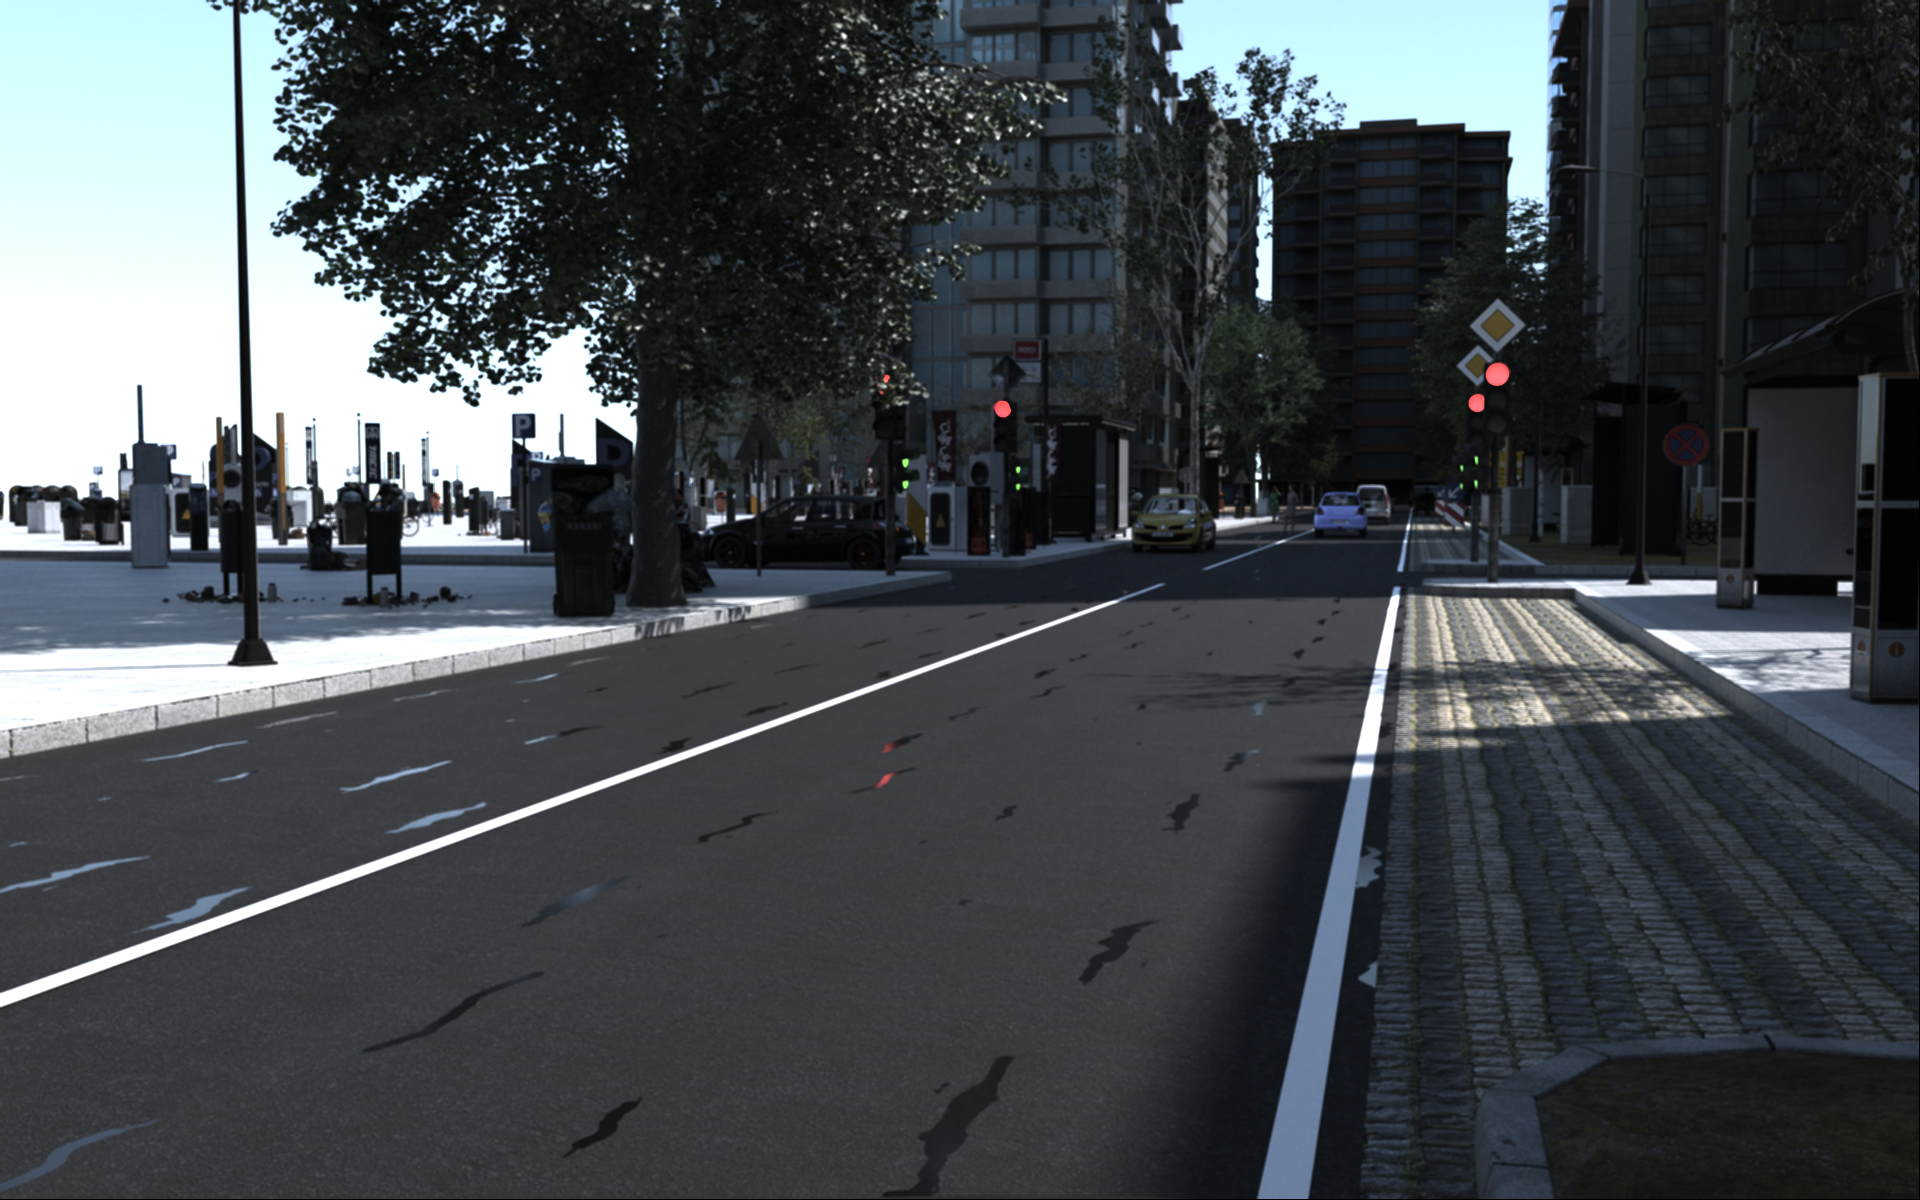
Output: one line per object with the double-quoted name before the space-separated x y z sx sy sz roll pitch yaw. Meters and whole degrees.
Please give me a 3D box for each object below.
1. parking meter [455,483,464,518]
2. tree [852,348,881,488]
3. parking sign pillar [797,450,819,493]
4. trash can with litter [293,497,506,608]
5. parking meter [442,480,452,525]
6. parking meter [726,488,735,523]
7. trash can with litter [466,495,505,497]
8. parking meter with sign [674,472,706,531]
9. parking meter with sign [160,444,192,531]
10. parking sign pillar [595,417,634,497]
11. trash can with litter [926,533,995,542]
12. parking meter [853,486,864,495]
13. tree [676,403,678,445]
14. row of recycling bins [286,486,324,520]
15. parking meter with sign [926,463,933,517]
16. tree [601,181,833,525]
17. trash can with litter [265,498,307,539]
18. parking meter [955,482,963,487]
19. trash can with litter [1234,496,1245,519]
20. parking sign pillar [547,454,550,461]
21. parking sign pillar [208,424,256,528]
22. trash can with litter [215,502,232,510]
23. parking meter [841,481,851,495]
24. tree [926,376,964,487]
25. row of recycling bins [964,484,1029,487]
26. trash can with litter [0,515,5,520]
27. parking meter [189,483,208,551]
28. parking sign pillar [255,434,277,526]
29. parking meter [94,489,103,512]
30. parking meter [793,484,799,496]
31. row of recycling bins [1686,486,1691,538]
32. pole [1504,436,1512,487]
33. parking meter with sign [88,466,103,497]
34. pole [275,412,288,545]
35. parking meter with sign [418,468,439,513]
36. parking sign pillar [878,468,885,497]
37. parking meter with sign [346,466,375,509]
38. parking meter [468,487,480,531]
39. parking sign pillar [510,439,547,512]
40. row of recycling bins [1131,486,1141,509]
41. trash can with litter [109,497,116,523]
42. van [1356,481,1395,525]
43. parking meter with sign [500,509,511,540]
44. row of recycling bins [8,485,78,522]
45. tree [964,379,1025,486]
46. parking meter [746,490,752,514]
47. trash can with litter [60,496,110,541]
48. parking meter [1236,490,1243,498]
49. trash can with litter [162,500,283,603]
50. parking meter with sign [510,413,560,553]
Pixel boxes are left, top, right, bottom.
"parking meter" -27.207 -5.409 94.151 0.255 1.863 0.399 3 5 42
"tree" -4.639 -7.151 67.274 4.360 8.622 3.978 0 3 0
"parking sign pillar" -9.229 -7.150 105.368 1.447 3.967 1.447 -3 4 -36
"trash can with litter" -6.500 -0.584 20.599 1.678 1.210 2.233 1 4 22
"parking meter" -21.595 -4.112 72.938 0.255 1.863 0.399 0 4 4
"parking meter" -9.498 -3.875 71.768 0.372 1.533 0.369 0 3 0
"trash can with litter" -14.848 -2.629 54.035 1.678 1.210 2.233 -2 4 -29
"parking meter with sign" -9.582 -3.894 59.922 1.738 3.016 0.543 2 4 27
"parking meter with sign" -27.534 -3.980 61.342 0.543 3.016 1.738 0 4 6
"parking sign pillar" -12.031 -4.401 60.429 1.447 3.967 1.447 -1 4 -15
"trash can with litter" 0.181 -2.158 46.345 2.233 1.210 1.678 -1 4 -23
"parking meter" -3.309 -2.946 56.572 0.372 1.533 0.369 0 3 0
"tree" -13.043 -8.251 85.261 4.360 8.622 3.978 0 3 0
"row of recycling bins" -33.597 -4.917 87.501 3.534 1.692 1.069 2 4 24
"parking meter with sign" -1.850 -6.189 97.450 0.543 3.016 1.738 -1 4 -16
"tree" -5.936 -5.420 38.972 4.737 8.622 4.395 0 3 0
"trash can with litter" -19.179 -2.319 49.302 0.624 1.170 1.055 2 4 29
"parking meter" -0.059 -5.004 87.521 0.399 1.863 0.255 3 5 41
"trash can with litter" 14.494 -4.829 90.347 0.624 1.170 1.055 0 4 -7
"parking sign pillar" -27.883 -7.804 116.062 1.447 3.967 1.447 0 4 5
"parking sign pillar" -27.955 -4.727 65.764 1.447 3.967 1.447 1 4 11
"trash can with litter" -22.362 -2.574 53.478 1.055 1.170 0.624 -3 5 -45
"parking meter" -5.066 -4.346 76.771 0.399 1.863 0.255 1 4 10
"tree" -0.169 -9.680 108.635 4.360 8.622 3.978 0 3 0
"row of recycling bins" 1.575 -4.175 75.375 3.534 1.692 1.069 2 4 32
"trash can with litter" -47.821 -4.540 85.612 1.055 1.170 0.624 0 4 -3
"parking meter" -17.255 -1.886 39.255 0.372 1.533 0.369 0 3 0
"parking sign pillar" -28.656 -5.045 70.956 1.447 3.967 1.447 1 4 11
"parking meter" -40.531 -4.469 81.474 0.372 1.533 0.369 0 3 0
"parking meter" -9.524 -5.772 100.085 0.399 1.863 0.255 3 5 44
"row of recycling bins" 20.769 -2.675 50.842 1.069 1.692 3.534 1 4 18
"pole" 19.278 -4.105 60.965 0.158 3.312 0.155 0 3 0
"parking meter with sign" -53.364 -6.754 106.692 0.543 3.016 1.738 0 4 -8
"pole" -16.928 -3.019 43.209 0.158 3.312 0.155 0 3 0
"parking meter with sign" -35.954 -7.392 117.118 0.543 3.016 1.738 1 4 18
"parking sign pillar" -4.310 -6.759 98.979 1.447 3.967 1.447 1 4 12
"parking meter with sign" -39.979 -7.299 115.602 1.738 3.016 0.543 0 4 7
"parking meter" -16.818 -3.152 59.948 0.372 1.533 0.369 0 3 0
"parking sign pillar" -21.119 -5.843 84.007 1.447 3.967 1.447 0 4 7
"row of recycling bins" 8.747 -5.190 91.967 1.069 1.692 3.534 -1 4 -11
"trash can with litter" -37.472 -3.979 76.446 0.624 1.170 1.055 -2 4 -35
"van" 19.367 -4.547 81.348 2.013 2.044 4.112 1 4 15
"parking meter with sign" -12.000 -3.198 48.548 1.738 3.016 0.543 0 4 -6
"row of recycling bins" -41.896 -4.409 79.203 3.534 1.692 1.069 1 4 14
"tree" 3.038 -9.072 98.688 4.360 8.622 3.978 0 3 0
"parking meter" -13.472 -6.251 110.619 0.372 1.533 0.369 0 3 0
"trash can with litter" -24.190 -2.221 47.694 1.055 1.170 0.624 0 4 5
"parking meter" 15.935 -5.523 98.704 0.372 1.533 0.369 0 3 0
"trash can with litter" -8.891 -0.615 21.116 1.678 1.210 2.233 -3 5 -41
"parking meter with sign" -9.135 -2.564 38.190 0.543 3.016 1.738 1 4 19
